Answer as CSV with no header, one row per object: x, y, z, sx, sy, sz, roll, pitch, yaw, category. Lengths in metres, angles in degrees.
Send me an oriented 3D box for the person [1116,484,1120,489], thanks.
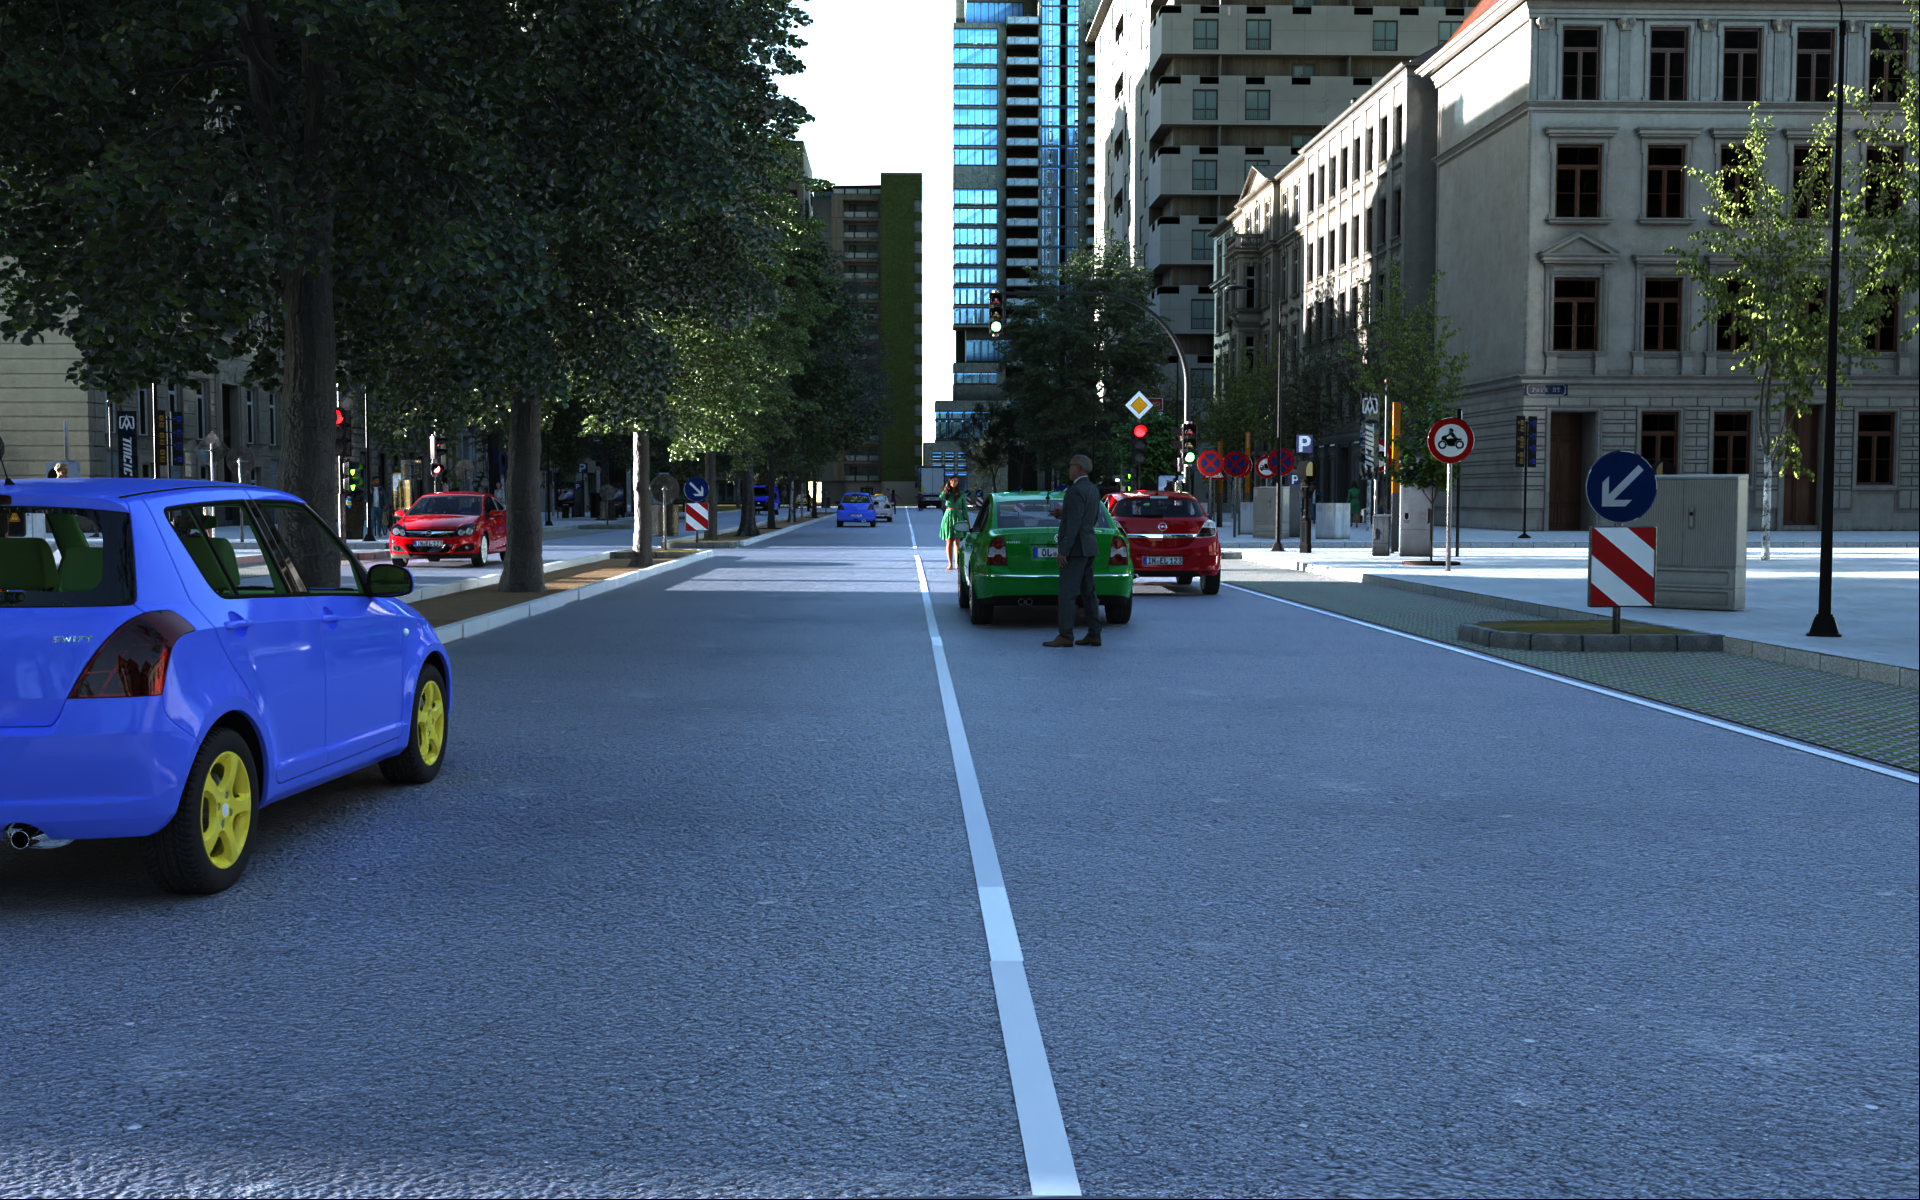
8.811,-5.566,97.049,0.388,1.821,0.555,-3,5,-44,person

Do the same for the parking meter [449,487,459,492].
-17.766,-3.206,60.834,0.372,1.533,0.369,0,3,0,parking meter

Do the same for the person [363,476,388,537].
-17.141,-2.748,50.966,0.794,1.824,0.713,-1,4,-11,person

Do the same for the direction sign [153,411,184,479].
-21.627,-3.388,47.383,0.379,3.537,0.876,2,4,29,direction sign

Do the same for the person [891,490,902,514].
-4.749,-6.979,123.284,1.217,1.739,0.721,0,4,-7,person

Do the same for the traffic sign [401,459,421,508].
-16.106,-2.979,50.835,0.606,2.300,0.079,0,4,3,traffic sign

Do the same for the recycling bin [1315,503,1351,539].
10.640,-2.254,49.409,0.722,1.027,0.722,-3,5,-39,recycling bin

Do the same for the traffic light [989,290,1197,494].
3.013,-3.931,38.948,4.771,5.953,1.251,0,4,-2,traffic light

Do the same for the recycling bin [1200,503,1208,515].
6.810,-2.329,50.638,0.722,1.027,0.722,0,4,-4,recycling bin

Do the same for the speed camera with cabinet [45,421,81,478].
-24.954,-3.217,46.941,2.038,3.252,0.660,0,4,6,speed camera with cabinet

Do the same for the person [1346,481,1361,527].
15.189,-3.699,66.775,0.600,1.795,0.529,0,4,-8,person

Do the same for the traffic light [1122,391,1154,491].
4.839,-3.561,47.138,0.839,4.253,0.868,0,4,-2,traffic light

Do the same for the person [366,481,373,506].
-23.278,-3.826,68.786,0.728,1.800,0.709,3,5,45,person

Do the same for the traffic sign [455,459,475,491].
-18.158,-3.877,63.493,0.768,2.556,0.104,0,4,6,traffic sign

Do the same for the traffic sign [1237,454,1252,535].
8.718,-3.298,54.030,0.768,2.556,0.104,0,4,1,traffic sign

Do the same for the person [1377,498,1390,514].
15.796,-3.232,64.384,0.738,1.151,1.012,0,4,7,person

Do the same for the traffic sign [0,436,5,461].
-18.945,-2.052,33.664,0.768,2.556,0.104,0,4,-1,traffic sign

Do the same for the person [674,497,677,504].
-32.894,-11.702,200.508,1.217,1.739,0.721,1,4,16,person

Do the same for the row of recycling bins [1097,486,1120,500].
7.025,-5.016,89.123,1.069,1.692,3.534,3,5,39,row of recycling bins

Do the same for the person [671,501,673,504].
-20.058,-6.730,120.319,0.590,1.304,0.306,0,4,8,person

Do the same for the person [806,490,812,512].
-12.368,-8.154,142.340,0.721,1.766,1.217,-2,4,-31,person

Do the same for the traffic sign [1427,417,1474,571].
8.138,-1.755,28.800,0.768,2.556,0.104,0,4,3,traffic sign

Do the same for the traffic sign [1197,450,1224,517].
7.200,-3.044,49.877,0.768,2.556,0.104,0,4,4,traffic sign

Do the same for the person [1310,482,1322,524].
15.381,-4.196,74.990,0.623,1.781,0.721,2,4,25,person

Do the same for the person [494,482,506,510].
-19.474,-4.091,73.279,0.694,1.780,0.624,3,5,41,person

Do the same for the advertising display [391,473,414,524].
-16.765,-2.870,52.133,0.974,1.923,0.123,3,4,38,advertising display

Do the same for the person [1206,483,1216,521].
11.882,-4.631,82.039,0.520,1.790,0.573,1,4,9,person

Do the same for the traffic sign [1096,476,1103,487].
8.189,-6.342,103.794,0.768,2.556,0.104,0,4,3,traffic sign

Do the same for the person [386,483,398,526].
-22.537,-3.835,68.921,0.537,1.800,0.526,0,4,1,person

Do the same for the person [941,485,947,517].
-0.543,-3.735,69.687,0.709,1.813,0.853,3,5,40,person

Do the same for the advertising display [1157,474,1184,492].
6.861,-3.120,56.218,0.974,1.923,0.123,2,4,31,advertising display

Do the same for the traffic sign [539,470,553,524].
-17.813,-4.424,74.458,0.606,2.300,0.079,0,4,4,traffic sign

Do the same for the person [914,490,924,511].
-3.522,-8.488,147.812,0.750,1.759,0.617,-3,4,-38,person

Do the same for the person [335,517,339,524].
-26.250,-4.045,72.205,0.620,1.820,0.660,-2,4,-26,person

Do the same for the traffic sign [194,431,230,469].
-15.563,-2.222,36.063,0.795,2.593,0.064,0,4,6,traffic sign

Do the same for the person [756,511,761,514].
-14.629,-7.137,125.289,1.348,1.812,0.705,2,4,28,person

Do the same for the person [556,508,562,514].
-24.078,-5.973,104.448,0.760,1.731,0.466,1,4,22,person

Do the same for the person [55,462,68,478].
-15.849,-1.504,30.508,0.818,1.842,0.514,-3,5,-43,person

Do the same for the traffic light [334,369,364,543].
-13.750,-3.034,38.526,0.839,4.253,0.868,0,4,-2,traffic light

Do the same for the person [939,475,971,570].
-0.106,-1.467,32.740,0.600,1.795,0.529,0,4,-5,person

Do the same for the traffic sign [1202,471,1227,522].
9.233,-3.848,62.914,0.884,2.594,0.081,0,4,3,traffic sign

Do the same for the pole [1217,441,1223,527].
10.041,-4.471,66.945,0.158,3.312,0.155,0,3,0,pole

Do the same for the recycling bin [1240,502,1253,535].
9.370,-2.603,55.109,0.722,1.027,0.722,2,4,31,recycling bin

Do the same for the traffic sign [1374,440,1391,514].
9.703,-2.466,40.420,0.768,2.556,0.104,0,4,2,traffic sign

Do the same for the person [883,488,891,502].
-4.419,-5.797,103.628,0.599,1.781,0.374,0,4,-6,person

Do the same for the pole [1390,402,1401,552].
9.688,-2.734,38.550,0.158,3.312,0.155,0,3,0,pole

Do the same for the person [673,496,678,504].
-30.513,-10.878,184.586,0.721,1.739,1.217,3,4,37,person

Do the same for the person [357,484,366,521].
-24.395,-3.936,70.203,0.447,1.846,0.655,2,4,25,person

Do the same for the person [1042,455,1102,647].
1.047,-0.470,16.365,0.590,1.801,0.661,2,4,25,person

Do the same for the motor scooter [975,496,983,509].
1.687,-8.625,153.790,0.815,1.314,1.986,0,4,-2,motor scooter

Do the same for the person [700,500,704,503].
-24.262,-9.455,163.872,0.697,1.427,0.421,0,4,2,person

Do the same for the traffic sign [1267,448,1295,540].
8.847,-2.919,47.827,0.768,2.556,0.104,0,4,0,traffic sign

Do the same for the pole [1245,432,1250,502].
9.456,-3.861,56.978,0.158,3.312,0.155,0,3,0,pole

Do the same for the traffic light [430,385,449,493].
-11.924,-4.400,46.610,4.771,5.953,1.251,0,4,-2,traffic light

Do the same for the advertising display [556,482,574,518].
-21.000,-5.317,92.143,0.974,1.923,0.123,-3,4,-37,advertising display

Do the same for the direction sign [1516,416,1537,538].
16.442,-3.569,50.345,0.876,3.537,0.379,-2,4,-34,direction sign

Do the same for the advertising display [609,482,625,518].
-18.392,-5.331,92.382,0.974,1.923,0.123,0,4,-1,advertising display

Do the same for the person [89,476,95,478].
-25.785,-2.779,51.595,0.709,1.813,0.853,1,4,23,person

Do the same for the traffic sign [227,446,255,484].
-19.144,-2.814,46.116,0.768,2.556,0.104,0,4,2,traffic sign
